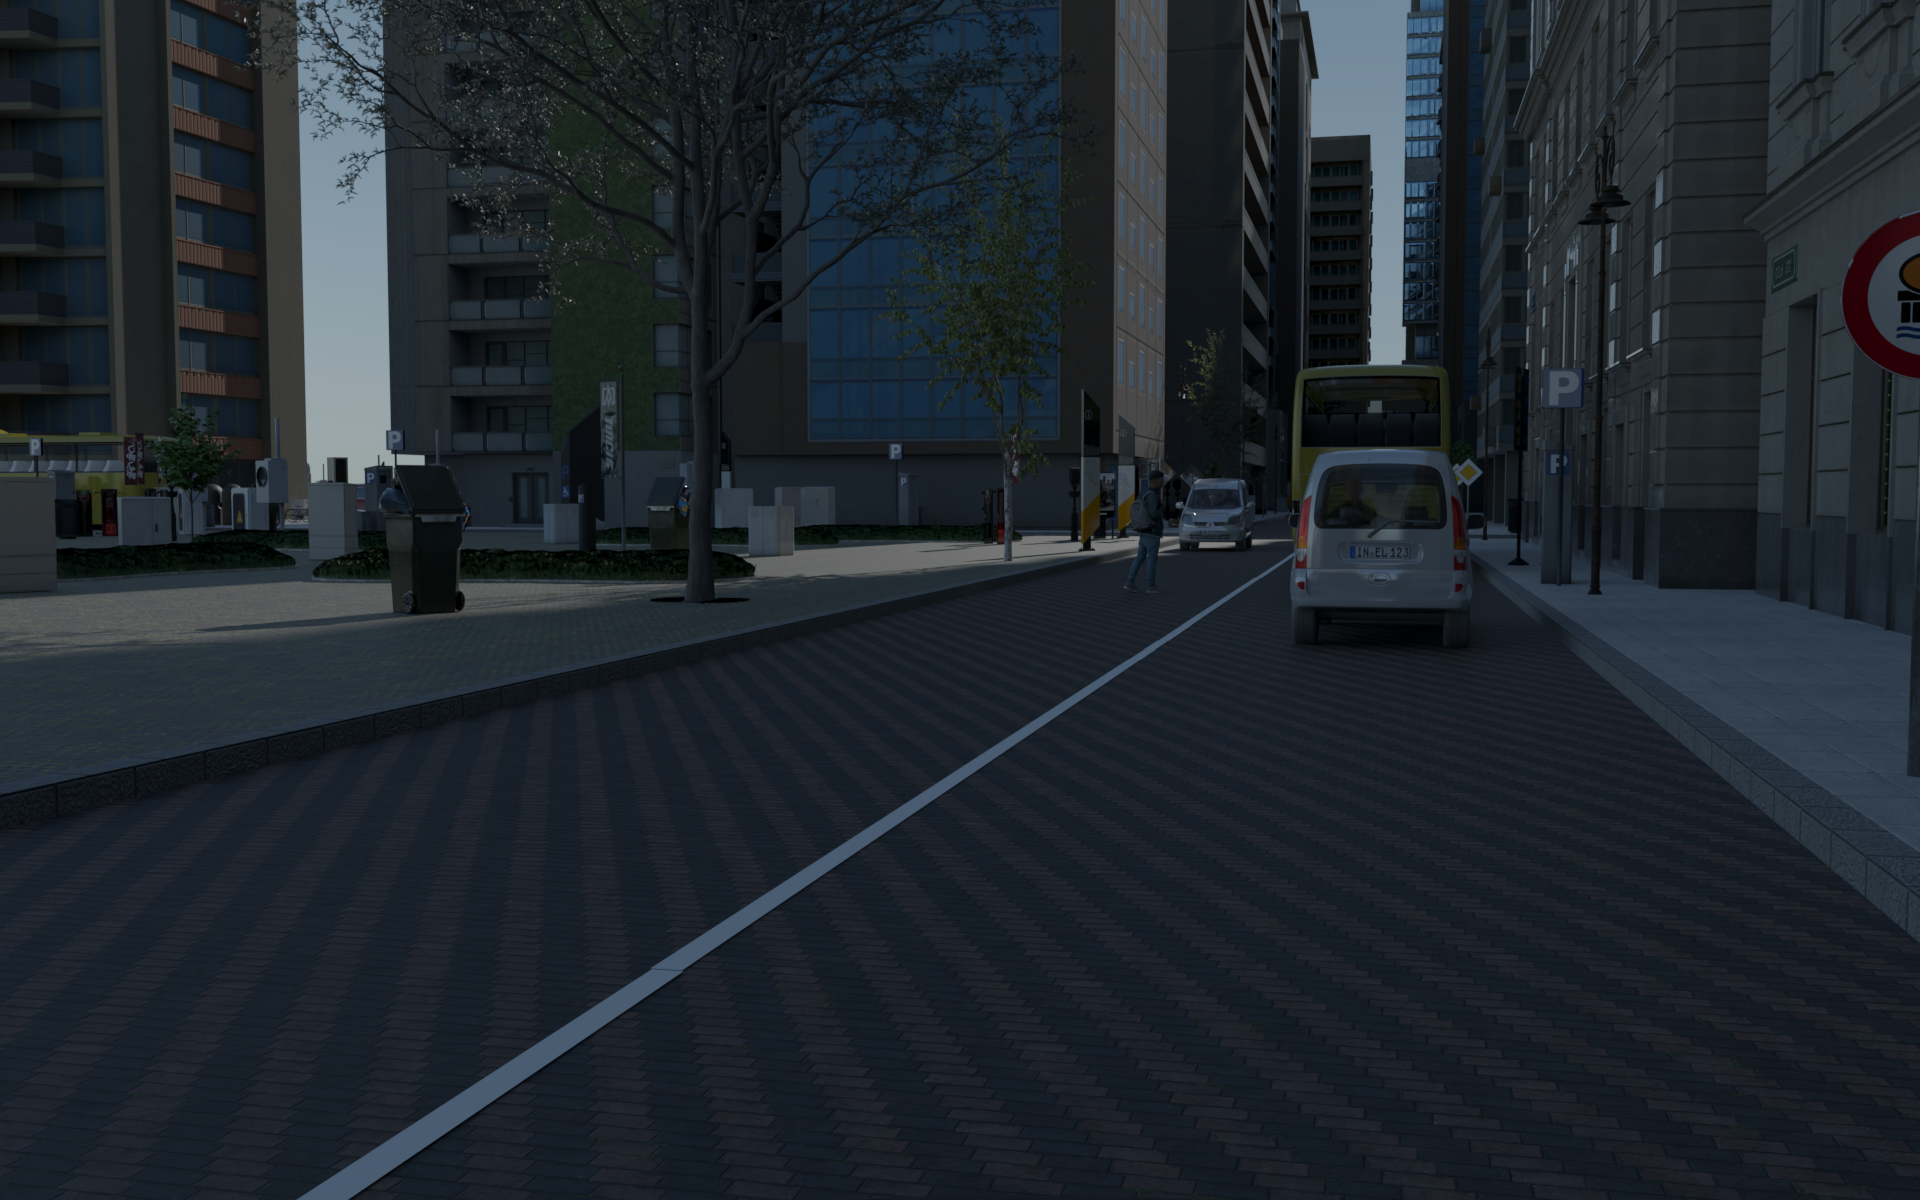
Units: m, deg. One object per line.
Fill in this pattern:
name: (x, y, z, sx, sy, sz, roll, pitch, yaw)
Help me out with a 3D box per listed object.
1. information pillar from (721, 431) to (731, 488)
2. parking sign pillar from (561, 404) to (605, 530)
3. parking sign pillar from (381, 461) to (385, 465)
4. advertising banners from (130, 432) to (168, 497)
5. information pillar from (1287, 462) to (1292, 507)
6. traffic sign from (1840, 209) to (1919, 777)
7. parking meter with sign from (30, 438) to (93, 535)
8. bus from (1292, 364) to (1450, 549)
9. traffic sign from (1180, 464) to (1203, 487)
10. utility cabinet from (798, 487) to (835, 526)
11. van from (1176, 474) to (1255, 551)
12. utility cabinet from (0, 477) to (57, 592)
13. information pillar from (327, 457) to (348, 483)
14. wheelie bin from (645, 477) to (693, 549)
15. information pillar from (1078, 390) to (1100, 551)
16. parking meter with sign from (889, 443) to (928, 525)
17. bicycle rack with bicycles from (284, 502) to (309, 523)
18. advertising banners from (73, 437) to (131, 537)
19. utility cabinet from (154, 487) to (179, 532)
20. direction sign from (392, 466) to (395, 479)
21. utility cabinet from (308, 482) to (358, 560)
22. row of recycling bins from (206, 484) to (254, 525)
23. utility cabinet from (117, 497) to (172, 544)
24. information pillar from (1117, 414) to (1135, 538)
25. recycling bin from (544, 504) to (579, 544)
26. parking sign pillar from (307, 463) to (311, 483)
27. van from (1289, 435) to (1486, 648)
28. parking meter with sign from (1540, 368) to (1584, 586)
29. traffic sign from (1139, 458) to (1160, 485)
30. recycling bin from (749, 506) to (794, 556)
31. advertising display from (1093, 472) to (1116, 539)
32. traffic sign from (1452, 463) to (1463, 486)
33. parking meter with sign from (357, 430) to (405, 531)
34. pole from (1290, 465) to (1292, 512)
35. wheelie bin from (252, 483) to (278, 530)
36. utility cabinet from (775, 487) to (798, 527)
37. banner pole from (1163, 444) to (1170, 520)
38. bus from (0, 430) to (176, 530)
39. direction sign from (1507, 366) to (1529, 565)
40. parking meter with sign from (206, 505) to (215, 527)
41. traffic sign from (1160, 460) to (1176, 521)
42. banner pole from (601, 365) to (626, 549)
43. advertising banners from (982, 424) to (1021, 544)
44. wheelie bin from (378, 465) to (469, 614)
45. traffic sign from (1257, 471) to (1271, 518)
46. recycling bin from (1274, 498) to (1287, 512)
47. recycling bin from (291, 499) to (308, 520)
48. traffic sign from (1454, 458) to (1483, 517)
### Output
information pillar: (-8.630, -4.440, 63.941, 0.504, 3.616, 0.183, 3, 5, 44)
parking sign pillar: (-11.223, -3.856, 51.519, 1.447, 3.967, 1.447, 3, 4, 39)
parking sign pillar: (-47.794, -9.473, 143.358, 1.447, 3.967, 1.447, -3, 5, -42)
advertising banners: (-23.394, -3.303, 50.186, 0.090, 3.025, 2.074, 0, 4, -1)
information pillar: (23.388, -8.027, 122.603, 0.183, 3.616, 0.504, -3, 4, -38)
traffic sign: (4.356, -0.471, 7.806, 0.768, 2.556, 0.104, 1, 4, 18)
parking meter with sign: (-28.330, -3.572, 54.668, 0.543, 3.016, 1.738, 2, 4, 28)
bus: (8.194, -2.617, 34.332, 2.896, 3.916, 12.252, 1, 4, 14)
traffic sign: (7.806, -3.350, 58.407, 0.795, 2.450, 0.064, 1, 4, 14)
utility cabinet: (-4.284, -2.660, 52.170, 1.173, 1.500, 0.318, 3, 5, 40)
van: (6.658, -2.315, 44.855, 2.013, 2.044, 4.112, 1, 4, 13)
utility cabinet: (-12.384, -0.842, 22.441, 0.318, 1.500, 1.173, 2, 4, 35)
information pillar: (-12.412, -1.841, 34.584, 0.304, 2.012, 0.304, 3, 5, 44)
wheelie bin: (-5.279, -1.440, 31.446, 0.980, 1.594, 0.693, 2, 4, 25)
information pillar: (2.932, -2.916, 39.025, 0.504, 3.616, 0.183, -2, 4, -33)
parking meter with sign: (-1.755, -3.925, 60.432, 0.543, 3.016, 1.738, 2, 4, 32)
bicycle rack with bicycles: (-29.120, -3.947, 77.910, 2.925, 0.926, 2.852, 1, 4, 15)
advertising banners: (-25.795, -3.440, 52.427, 0.090, 3.025, 2.074, 3, 4, 38)
utility cabinet: (-25.834, -2.955, 56.991, 1.173, 1.500, 0.318, -1, 4, -11)
direction sign: (-45.326, -8.981, 138.836, 0.876, 3.537, 0.379, -1, 4, -16)
utility cabinet: (-12.057, -1.508, 33.329, 1.173, 1.500, 0.318, 3, 4, 37)
row of recycling bins: (-30.302, -3.926, 71.300, 3.534, 1.692, 1.069, 0, 4, 4)
utility cabinet: (-17.686, -1.616, 37.588, 1.020, 1.237, 0.306, -3, 5, -43)
information pillar: (4.841, -3.617, 50.489, 0.504, 3.616, 0.183, 1, 4, 21)
recycling bin: (-10.250, -1.960, 44.593, 0.722, 1.027, 0.722, -3, 4, -36)
parking sign pillar: (-39.647, -7.093, 104.439, 1.447, 3.967, 1.447, 1, 4, 9)
van: (4.331, -0.652, 17.677, 2.013, 2.044, 4.112, 1, 4, 15)
parking meter with sign: (8.616, -1.752, 24.903, 0.543, 3.016, 1.738, 1, 4, 17)
traffic sign: (5.376, -2.884, 49.288, 0.606, 2.300, 0.079, 1, 4, 20)
recycling bin: (-3.925, -1.436, 36.038, 0.722, 1.027, 0.722, 1, 4, 22)
advertising display: (4.024, -2.729, 49.831, 0.974, 1.923, 0.123, -2, 4, -24)
traffic sign: (16.149, -3.224, 56.349, 0.795, 2.450, 0.064, 1, 4, 14)
parking meter with sign: (-15.622, -3.069, 46.444, 0.543, 3.016, 1.738, 1, 4, 18)
pole: (23.308, -7.813, 121.580, 0.158, 3.312, 0.155, 0, 3, 0)
wheelie bin: (-20.137, -2.584, 50.151, 0.693, 1.594, 0.980, 2, 4, 27)
utility cabinet: (-5.292, -2.744, 53.545, 0.318, 1.500, 1.173, 2, 4, 27)
banner pole: (10.278, -5.872, 86.024, 0.401, 3.779, 0.863, 0, 4, 0)
bus: (-35.129, -4.475, 64.716, 12.252, 3.916, 2.896, 1, 4, 14)
direction sign: (10.084, -2.396, 31.172, 0.379, 3.537, 0.876, 2, 4, 32)
parking meter with sign: (-29.764, -4.326, 66.986, 1.738, 3.016, 0.543, 0, 4, 2)
traffic sign: (5.905, -2.875, 50.650, 0.795, 2.450, 0.064, 1, 4, 14)
banner pole: (-6.718, -2.673, 33.718, 0.863, 3.779, 0.401, 3, 4, 39)
advertising banners: (1.056, -2.937, 44.213, 0.090, 3.025, 2.074, -2, 4, -26)
wheelie bin: (-5.837, -0.664, 18.764, 0.693, 1.594, 0.980, 3, 5, 42)
traffic sign: (16.608, -5.789, 94.755, 0.768, 2.556, 0.104, 1, 4, 21)
recycling bin: (23.394, -6.956, 126.290, 0.722, 1.027, 0.722, 2, 4, 35)
recycling bin: (-32.881, -4.523, 86.498, 0.722, 1.027, 0.722, 1, 4, 16)
traffic sign: (14.249, -2.749, 48.592, 0.795, 2.450, 0.064, 1, 4, 14)
